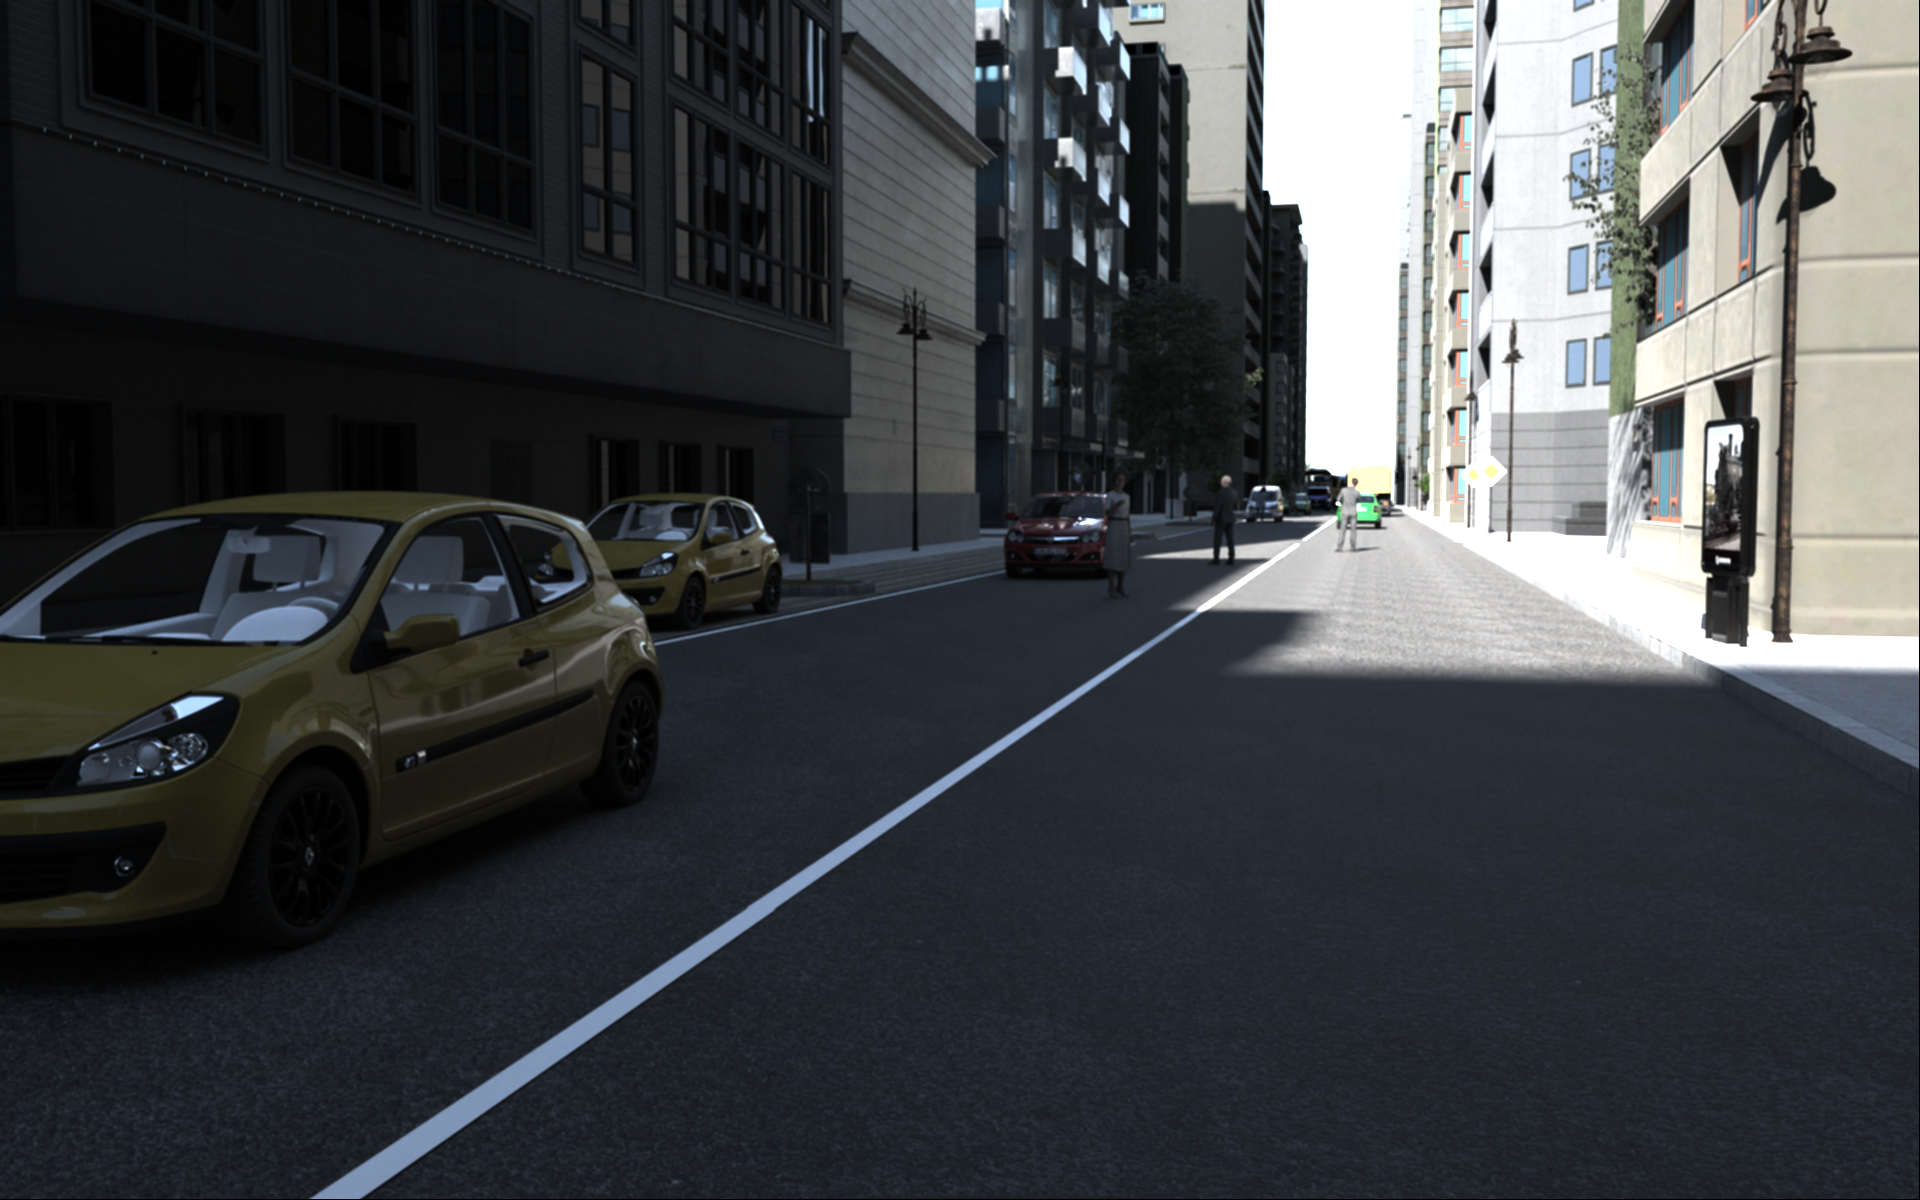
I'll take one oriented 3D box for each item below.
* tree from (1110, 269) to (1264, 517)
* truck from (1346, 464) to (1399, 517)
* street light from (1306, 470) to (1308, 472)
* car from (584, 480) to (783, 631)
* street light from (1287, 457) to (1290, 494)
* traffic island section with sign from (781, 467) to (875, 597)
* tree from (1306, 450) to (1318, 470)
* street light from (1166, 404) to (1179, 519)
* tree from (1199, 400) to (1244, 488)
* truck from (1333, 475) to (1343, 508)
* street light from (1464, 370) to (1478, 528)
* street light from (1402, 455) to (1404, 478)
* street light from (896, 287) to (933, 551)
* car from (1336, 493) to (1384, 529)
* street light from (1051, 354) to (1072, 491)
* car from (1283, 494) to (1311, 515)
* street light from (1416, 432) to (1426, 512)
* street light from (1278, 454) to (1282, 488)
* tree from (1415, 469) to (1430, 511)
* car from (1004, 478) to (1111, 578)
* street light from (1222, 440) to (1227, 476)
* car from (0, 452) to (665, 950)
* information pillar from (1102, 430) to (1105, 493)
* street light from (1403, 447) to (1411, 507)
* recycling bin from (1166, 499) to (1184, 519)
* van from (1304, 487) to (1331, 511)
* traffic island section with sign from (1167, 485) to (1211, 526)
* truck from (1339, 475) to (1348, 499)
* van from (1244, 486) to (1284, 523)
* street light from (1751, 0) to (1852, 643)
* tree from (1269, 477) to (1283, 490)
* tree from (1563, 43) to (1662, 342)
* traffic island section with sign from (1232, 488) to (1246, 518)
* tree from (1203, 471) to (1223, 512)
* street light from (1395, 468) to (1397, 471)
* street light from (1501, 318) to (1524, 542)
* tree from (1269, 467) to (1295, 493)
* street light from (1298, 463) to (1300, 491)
[{"bbox_3d":[12.087,-11.699,97.941,9.857,13.997,8.962,0,3,0],"label":"tree"},{"bbox_3d":[26.627,-7.113,112.218,3.469,3.379,9.791,1,4,15],"label":"truck"},{"bbox_3d":[55.031,-18.470,274.777,0.468,5.910,1.993,1,4,13],"label":"street light"},{"bbox_3d":[-3.328,-0.563,19.433,2.015,1.641,3.980,1,4,13],"label":"car"},{"bbox_3d":[40.333,-14.674,212.711,0.468,5.910,1.993,1,4,13],"label":"street light"},{"bbox_3d":[-2.305,-0.994,24.886,1.989,1.847,2.006,1,4,13],"label":"traffic island section with sign"},{"bbox_3d":[57.411,-20.512,285.725,4.360,8.622,3.978,0,3,0],"label":"tree"},{"bbox_3d":[10.861,-7.088,88.672,0.468,5.910,1.993,1,4,13],"label":"street light"},{"bbox_3d":[19.016,-10.799,126.923,4.737,8.622,4.395,0,3,0],"label":"tree"},{"bbox_3d":[37.957,-11.214,179.265,3.469,3.379,9.791,1,4,13],"label":"truck"},{"bbox_3d":[18.991,-5.609,64.490,0.468,5.910,1.993,1,4,13],"label":"street light"},{"bbox_3d":[51.493,-13.965,201.118,0.468,5.910,1.993,1,4,13],"label":"street light"},{"bbox_3d":[-1.009,-4.043,38.895,0.468,5.910,1.993,1,4,13],"label":"street light"},{"bbox_3d":[16.625,-3.870,72.063,1.959,1.807,4.718,1,4,13],"label":"car"},{"bbox_3d":[3.361,-5.166,57.252,0.468,5.910,1.993,1,4,13],"label":"street light"},{"bbox_3d":[23.116,-6.736,118.931,1.959,1.807,4.718,1,4,15],"label":"car"},{"bbox_3d":[33.803,-9.412,126.681,0.468,5.910,1.993,1,4,13],"label":"street light"},{"bbox_3d":[36.010,-13.590,194.986,0.468,5.910,1.993,1,4,13],"label":"street light"},{"bbox_3d":[35.231,-8.296,130.249,1.663,3.219,1.824,0,3,0],"label":"tree"},{"bbox_3d":[1.954,-1.339,30.925,2.155,1.783,4.494,1,4,12],"label":"car"},{"bbox_3d":[18.416,-9.046,120.686,0.468,5.910,1.993,1,4,13],"label":"street light"},{"bbox_3d":[-2.606,0.209,6.802,2.015,1.641,3.980,1,4,13],"label":"car"},{"bbox_3d":[5.221,-4.383,63.021,0.183,3.616,0.504,0,4,8],"label":"information pillar"},{"bbox_3d":[43.968,-12.037,169.594,0.468,5.910,1.993,1,4,13],"label":"street light"},{"bbox_3d":[11.290,-4.796,90.966,0.722,1.027,0.722,3,5,44],"label":"recycling bin"},{"bbox_3d":[30.675,-8.800,148.270,2.240,2.365,5.245,1,4,15],"label":"van"},{"bbox_3d":[10.501,-4.287,78.721,1.989,1.847,2.006,1,4,13],"label":"traffic island section with sign"},{"bbox_3d":[53.614,-15.573,244.374,2.967,4.110,18.799,1,4,12],"label":"truck"},{"bbox_3d":[15.601,-4.990,88.598,2.013,2.044,4.112,1,4,14],"label":"van"},{"bbox_3d":[7.110,-2.569,14.795,0.468,5.910,1.993,1,4,13],"label":"street light"},{"bbox_3d":[36.422,-12.538,199.591,1.663,3.219,1.824,0,3,0],"label":"tree"},{"bbox_3d":[11.222,-4.648,26.350,4.360,8.622,3.978,0,3,0],"label":"tree"},{"bbox_3d":[16.736,-5.891,104.948,1.989,1.847,2.006,1,4,13],"label":"traffic island section with sign"},{"bbox_3d":[18.106,-7.883,123.496,1.663,3.219,1.824,0,3,0],"label":"tree"},{"bbox_3d":[55.888,-15.117,219.948,0.468,5.910,1.993,1,4,13],"label":"street light"},{"bbox_3d":[14.572,-4.465,45.783,0.468,5.910,1.993,1,4,13],"label":"street light"},{"bbox_3d":[37.511,-13.408,202.926,4.285,4.588,4.351,0,3,0],"label":"tree"},{"bbox_3d":[47.652,-16.572,243.733,0.468,5.910,1.993,1,4,13],"label":"street light"}]
